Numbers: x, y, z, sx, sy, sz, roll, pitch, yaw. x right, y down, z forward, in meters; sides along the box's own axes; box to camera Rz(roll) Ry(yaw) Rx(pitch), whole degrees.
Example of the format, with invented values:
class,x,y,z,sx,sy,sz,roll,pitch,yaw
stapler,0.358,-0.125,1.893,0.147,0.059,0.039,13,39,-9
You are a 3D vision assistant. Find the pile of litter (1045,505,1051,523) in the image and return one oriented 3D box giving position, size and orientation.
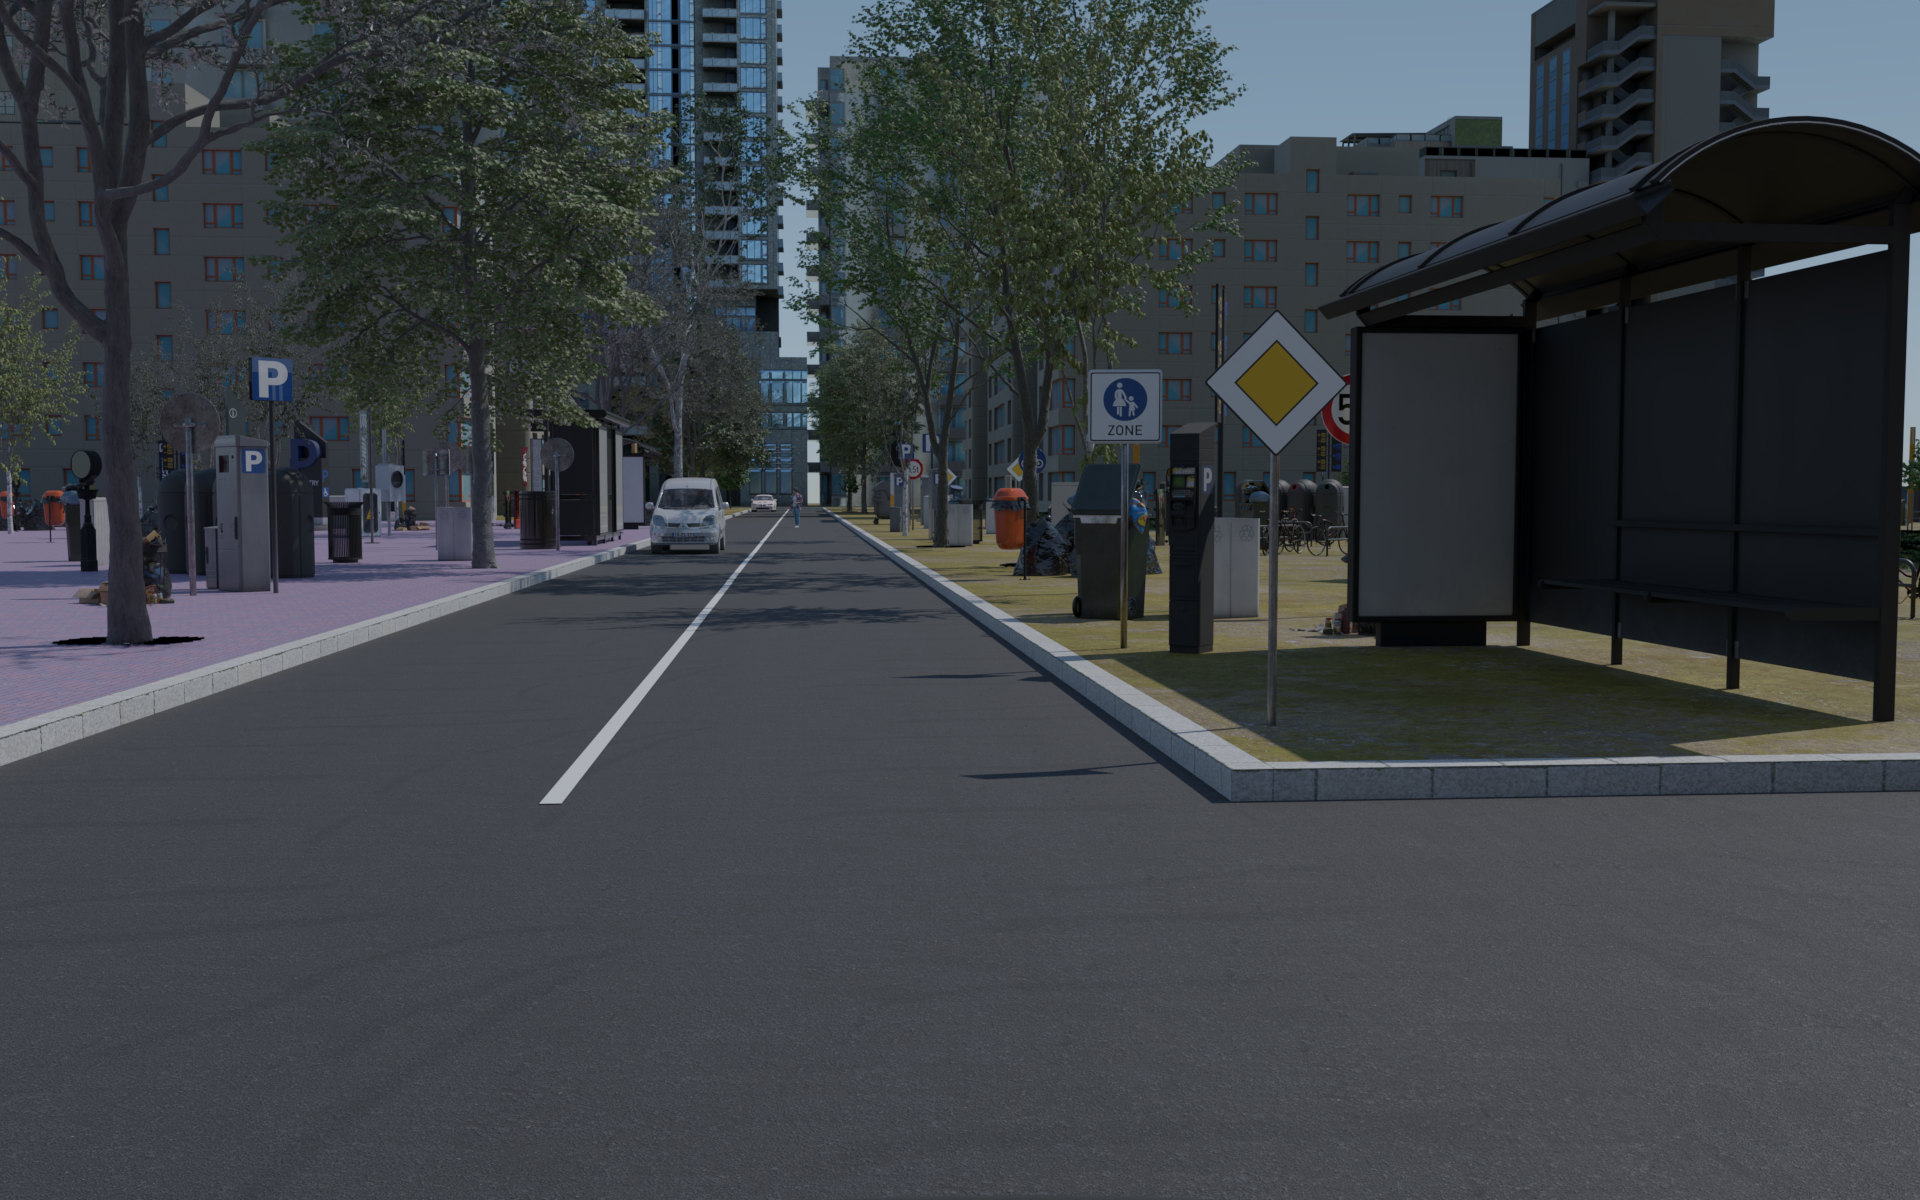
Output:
class,x,y,z,sx,sy,sz,roll,pitch,yaw
pile of litter,4.095,-3.531,71.702,1.176,0.858,1.719,2,4,34

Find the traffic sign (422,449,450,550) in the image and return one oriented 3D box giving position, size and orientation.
class,x,y,z,sx,sy,sz,roll,pitch,yaw
traffic sign,-11.952,-2.288,39.534,0.606,2.300,0.079,0,4,-3

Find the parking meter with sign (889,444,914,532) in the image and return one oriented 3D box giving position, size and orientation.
class,x,y,z,sx,sy,sz,roll,pitch,yaw
parking meter with sign,-2.007,-3.836,58.975,0.543,3.016,1.738,1,4,11

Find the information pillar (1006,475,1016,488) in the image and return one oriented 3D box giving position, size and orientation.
class,x,y,z,sx,sy,sz,roll,pitch,yaw
information pillar,1.992,-3.851,67.456,0.304,2.012,0.304,-3,5,-39

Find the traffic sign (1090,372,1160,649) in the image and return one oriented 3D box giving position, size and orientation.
class,x,y,z,sx,sy,sz,roll,pitch,yaw
traffic sign,1.360,-0.746,14.323,0.606,2.300,0.079,0,4,4

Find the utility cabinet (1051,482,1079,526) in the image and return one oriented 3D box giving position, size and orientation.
class,x,y,z,sx,sy,sz,roll,pitch,yaw
utility cabinet,2.213,-1.444,32.287,0.318,1.500,1.173,-3,4,-39

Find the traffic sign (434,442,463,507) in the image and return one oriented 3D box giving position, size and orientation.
class,x,y,z,sx,sy,sz,roll,pitch,yaw
traffic sign,-12.445,-2.565,42.038,0.768,2.556,0.104,0,4,-3

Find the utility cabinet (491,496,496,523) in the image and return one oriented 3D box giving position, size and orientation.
class,x,y,z,sx,sy,sz,roll,pitch,yaw
utility cabinet,-21.092,-4.073,77.749,0.306,1.237,1.020,0,4,-3

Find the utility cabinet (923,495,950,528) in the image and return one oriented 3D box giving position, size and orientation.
class,x,y,z,sx,sy,sz,roll,pitch,yaw
utility cabinet,-0.882,-3.260,64.459,1.020,1.237,0.306,3,4,36

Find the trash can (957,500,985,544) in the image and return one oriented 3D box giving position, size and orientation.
class,x,y,z,sx,sy,sz,roll,pitch,yaw
trash can,0.279,-2.013,44.568,0.748,1.137,0.748,0,3,0

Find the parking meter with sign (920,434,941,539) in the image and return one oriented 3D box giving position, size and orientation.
class,x,y,z,sx,sy,sz,roll,pitch,yaw
parking meter with sign,-0.670,-3.238,49.206,0.543,3.016,1.738,-1,4,-10

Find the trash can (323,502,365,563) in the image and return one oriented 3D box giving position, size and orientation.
class,x,y,z,sx,sy,sz,roll,pitch,yaw
trash can,-11.496,-1.267,32.369,0.748,1.137,0.748,0,3,0

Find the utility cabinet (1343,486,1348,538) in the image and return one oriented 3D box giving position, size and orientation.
class,x,y,z,sx,sy,sz,roll,pitch,yaw
utility cabinet,11.489,-2.515,49.793,1.173,1.500,0.318,0,4,5

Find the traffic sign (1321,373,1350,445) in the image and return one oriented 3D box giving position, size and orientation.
class,x,y,z,sx,sy,sz,roll,pitch,yaw
traffic sign,4.166,-1.110,18.249,0.768,2.556,0.104,0,4,0

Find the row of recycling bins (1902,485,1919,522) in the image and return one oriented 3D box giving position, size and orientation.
class,x,y,z,sx,sy,sz,roll,pitch,yaw
row of recycling bins,43.997,-4.432,79.574,1.069,1.692,3.534,0,4,-4

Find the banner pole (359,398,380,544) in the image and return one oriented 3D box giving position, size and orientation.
class,x,y,z,sx,sy,sz,roll,pitch,yaw
banner pole,-15.438,-3.368,45.091,0.401,3.779,0.863,-3,5,-43

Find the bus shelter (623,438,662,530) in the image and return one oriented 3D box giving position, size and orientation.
class,x,y,z,sx,sy,sz,roll,pitch,yaw
bus shelter,-12.403,-4.349,65.036,2.014,3.302,5.546,0,4,-5

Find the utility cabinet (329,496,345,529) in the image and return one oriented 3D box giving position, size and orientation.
class,x,y,z,sx,sy,sz,roll,pitch,yaw
utility cabinet,-23.143,-3.267,64.571,1.020,1.237,0.306,2,4,26

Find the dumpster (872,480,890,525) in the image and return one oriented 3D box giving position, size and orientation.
class,x,y,z,sx,sy,sz,roll,pitch,yaw
dumpster,-3.039,-4.118,73.093,1.264,1.857,1.865,0,4,-5

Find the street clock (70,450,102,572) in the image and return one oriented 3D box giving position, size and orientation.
class,x,y,z,sx,sy,sz,roll,pitch,yaw
street clock,-14.440,-1.474,28.667,0.471,2.002,0.358,2,4,23

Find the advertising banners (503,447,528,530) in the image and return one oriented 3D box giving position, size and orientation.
class,x,y,z,sx,sy,sz,roll,pitch,yaw
advertising banners,-16.265,-4.117,63.499,0.090,3.025,2.074,1,4,11

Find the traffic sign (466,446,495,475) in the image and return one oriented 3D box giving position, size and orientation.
class,x,y,z,sx,sy,sz,roll,pitch,yaw
traffic sign,-10.187,-2.120,36.798,0.606,2.300,0.079,0,4,1

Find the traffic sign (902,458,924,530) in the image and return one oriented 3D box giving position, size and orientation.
class,x,y,z,sx,sy,sz,roll,pitch,yaw
traffic sign,-1.668,-3.744,61.318,0.768,2.556,0.104,0,4,1

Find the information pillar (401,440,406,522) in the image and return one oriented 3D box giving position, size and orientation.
class,x,y,z,sx,sy,sz,roll,pitch,yaw
information pillar,-24.211,-5.137,75.338,0.183,3.616,0.504,-2,4,-26

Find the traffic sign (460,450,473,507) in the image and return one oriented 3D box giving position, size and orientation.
class,x,y,z,sx,sy,sz,roll,pitch,yaw
traffic sign,-12.874,-2.787,45.673,0.768,2.556,0.104,0,4,-1

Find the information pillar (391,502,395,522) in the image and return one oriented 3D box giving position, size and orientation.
class,x,y,z,sx,sy,sz,roll,pitch,yaw
information pillar,-26.435,-4.646,80.447,0.304,2.012,0.304,-3,5,-41

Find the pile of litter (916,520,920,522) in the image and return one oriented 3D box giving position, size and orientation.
class,x,y,z,sx,sy,sz,roll,pitch,yaw
pile of litter,-1.303,-4.022,79.730,1.176,0.858,1.719,-2,4,-32

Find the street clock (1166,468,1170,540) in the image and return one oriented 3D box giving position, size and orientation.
class,x,y,z,sx,sy,sz,roll,pitch,yaw
street clock,5.882,-2.647,47.853,0.358,2.002,0.471,-1,4,-16

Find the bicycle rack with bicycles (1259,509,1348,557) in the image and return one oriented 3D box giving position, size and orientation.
class,x,y,z,sx,sy,sz,roll,pitch,yaw
bicycle rack with bicycles,7.259,-1.425,36.681,2.852,0.926,2.925,3,5,44

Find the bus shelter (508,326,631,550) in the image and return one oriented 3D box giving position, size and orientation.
class,x,y,z,sx,sy,sz,roll,pitch,yaw
bus shelter,-9.926,-4.070,44.169,2.179,5.291,8.768,0,4,-5

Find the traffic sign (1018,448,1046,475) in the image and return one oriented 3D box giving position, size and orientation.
class,x,y,z,sx,sy,sz,roll,pitch,yaw
traffic sign,1.942,-2.855,46.787,0.768,2.556,0.104,0,4,-5

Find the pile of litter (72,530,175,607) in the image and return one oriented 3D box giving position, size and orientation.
class,x,y,z,sx,sy,sz,roll,pitch,yaw
pile of litter,-9.822,-0.392,20.379,1.176,0.858,1.719,-1,4,-10

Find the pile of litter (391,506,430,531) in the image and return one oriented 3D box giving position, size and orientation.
class,x,y,z,sx,sy,sz,roll,pitch,yaw
pile of litter,-19.161,-2.869,60.869,1.719,0.858,1.176,-2,4,-30

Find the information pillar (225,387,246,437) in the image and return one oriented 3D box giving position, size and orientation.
class,x,y,z,sx,sy,sz,roll,pitch,yaw
information pillar,-15.959,-2.864,38.189,0.183,3.616,0.504,2,4,25

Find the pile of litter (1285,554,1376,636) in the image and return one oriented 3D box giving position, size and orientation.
class,x,y,z,sx,sy,sz,roll,pitch,yaw
pile of litter,3.904,-0.123,15.972,1.176,0.858,1.719,-3,4,-38

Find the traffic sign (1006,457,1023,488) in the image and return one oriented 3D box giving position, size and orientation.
class,x,y,z,sx,sy,sz,roll,pitch,yaw
traffic sign,1.809,-3.163,52.907,0.795,2.450,0.064,0,4,1

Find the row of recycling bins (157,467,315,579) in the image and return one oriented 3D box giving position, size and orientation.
class,x,y,z,sx,sy,sz,roll,pitch,yaw
row of recycling bins,-11.477,-1.238,27.350,3.534,1.692,1.069,2,4,35

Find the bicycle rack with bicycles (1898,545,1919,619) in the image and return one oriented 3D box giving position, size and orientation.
class,x,y,z,sx,sy,sz,roll,pitch,yaw
bicycle rack with bicycles,8.708,-0.310,18.449,2.852,0.926,2.925,-1,4,-20

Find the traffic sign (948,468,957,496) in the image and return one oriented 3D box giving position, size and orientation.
class,x,y,z,sx,sy,sz,roll,pitch,yaw
traffic sign,-0.531,-4.636,76.988,0.795,2.450,0.064,0,4,-4

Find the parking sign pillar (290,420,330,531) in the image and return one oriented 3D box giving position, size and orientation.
class,x,y,z,sx,sy,sz,roll,pitch,yaw
parking sign pillar,-22.865,-4.429,60.879,1.447,3.967,1.447,1,4,16

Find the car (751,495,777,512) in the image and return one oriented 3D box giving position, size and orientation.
class,x,y,z,sx,sy,sz,roll,pitch,yaw
car,-15.854,-7.813,140.101,2.083,1.381,4.827,0,4,-3

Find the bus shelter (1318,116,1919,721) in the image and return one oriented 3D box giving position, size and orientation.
class,x,y,z,sx,sy,sz,roll,pitch,yaw
bus shelter,4.284,-1.109,12.056,2.014,3.302,5.546,0,4,-5

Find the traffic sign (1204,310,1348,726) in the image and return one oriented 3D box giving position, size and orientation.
class,x,y,z,sx,sy,sz,roll,pitch,yaw
traffic sign,1.725,-0.360,9.537,0.795,2.450,0.064,0,4,-5

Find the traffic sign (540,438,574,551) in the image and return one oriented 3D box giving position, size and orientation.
class,x,y,z,sx,sy,sz,roll,pitch,yaw
traffic sign,-9.144,-2.398,39.318,0.768,2.556,0.104,0,4,-1

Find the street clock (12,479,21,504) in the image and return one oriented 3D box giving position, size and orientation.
class,x,y,z,sx,sy,sz,roll,pitch,yaw
street clock,-39.705,-4.180,72.905,0.358,2.002,0.471,-1,4,-16

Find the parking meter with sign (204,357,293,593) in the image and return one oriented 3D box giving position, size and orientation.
class,x,y,z,sx,sy,sz,roll,pitch,yaw
parking meter with sign,-9.455,-1.626,22.853,1.738,3.016,0.543,3,5,42

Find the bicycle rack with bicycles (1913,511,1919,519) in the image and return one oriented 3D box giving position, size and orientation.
class,x,y,z,sx,sy,sz,roll,pitch,yaw
bicycle rack with bicycles,38.109,-3.283,67.057,2.852,0.926,2.925,0,4,0

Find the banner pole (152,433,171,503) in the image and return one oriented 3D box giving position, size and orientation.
class,x,y,z,sx,sy,sz,roll,pitch,yaw
banner pole,-32.599,-4.933,70.676,0.863,3.779,0.401,-2,4,-32

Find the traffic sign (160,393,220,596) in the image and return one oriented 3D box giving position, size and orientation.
class,x,y,z,sx,sy,sz,roll,pitch,yaw
traffic sign,-9.691,-1.327,21.808,0.768,2.556,0.104,0,4,1

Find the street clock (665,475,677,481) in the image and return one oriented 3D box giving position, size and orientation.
class,x,y,z,sx,sy,sz,roll,pitch,yaw
street clock,-10.860,-3.706,65.170,0.471,2.002,0.358,3,4,38

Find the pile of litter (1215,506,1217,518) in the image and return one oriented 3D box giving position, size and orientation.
class,x,y,z,sx,sy,sz,roll,pitch,yaw
pile of litter,9.712,-3.320,68.253,1.719,0.858,1.176,-3,4,-38

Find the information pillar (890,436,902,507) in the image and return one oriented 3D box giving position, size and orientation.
class,x,y,z,sx,sy,sz,roll,pitch,yaw
information pillar,-2.470,-4.660,67.549,0.504,3.616,0.183,-1,4,-17

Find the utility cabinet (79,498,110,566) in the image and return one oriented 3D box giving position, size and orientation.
class,x,y,z,sx,sy,sz,roll,pitch,yaw
utility cabinet,-15.392,-1.228,31.234,0.306,1.237,1.020,1,4,10

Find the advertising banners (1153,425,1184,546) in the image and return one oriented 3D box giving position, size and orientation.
class,x,y,z,sx,sy,sz,roll,pitch,yaw
advertising banners,5.356,-2.893,43.489,0.090,3.025,2.074,2,4,33

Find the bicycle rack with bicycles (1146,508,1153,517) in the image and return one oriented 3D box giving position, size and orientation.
class,x,y,z,sx,sy,sz,roll,pitch,yaw
bicycle rack with bicycles,7.417,-4.241,82.730,2.852,0.926,2.925,-3,4,-37

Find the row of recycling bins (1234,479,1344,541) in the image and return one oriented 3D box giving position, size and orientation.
class,x,y,z,sx,sy,sz,roll,pitch,yaw
row of recycling bins,9.272,-2.553,48.850,3.534,1.692,1.069,3,5,44
